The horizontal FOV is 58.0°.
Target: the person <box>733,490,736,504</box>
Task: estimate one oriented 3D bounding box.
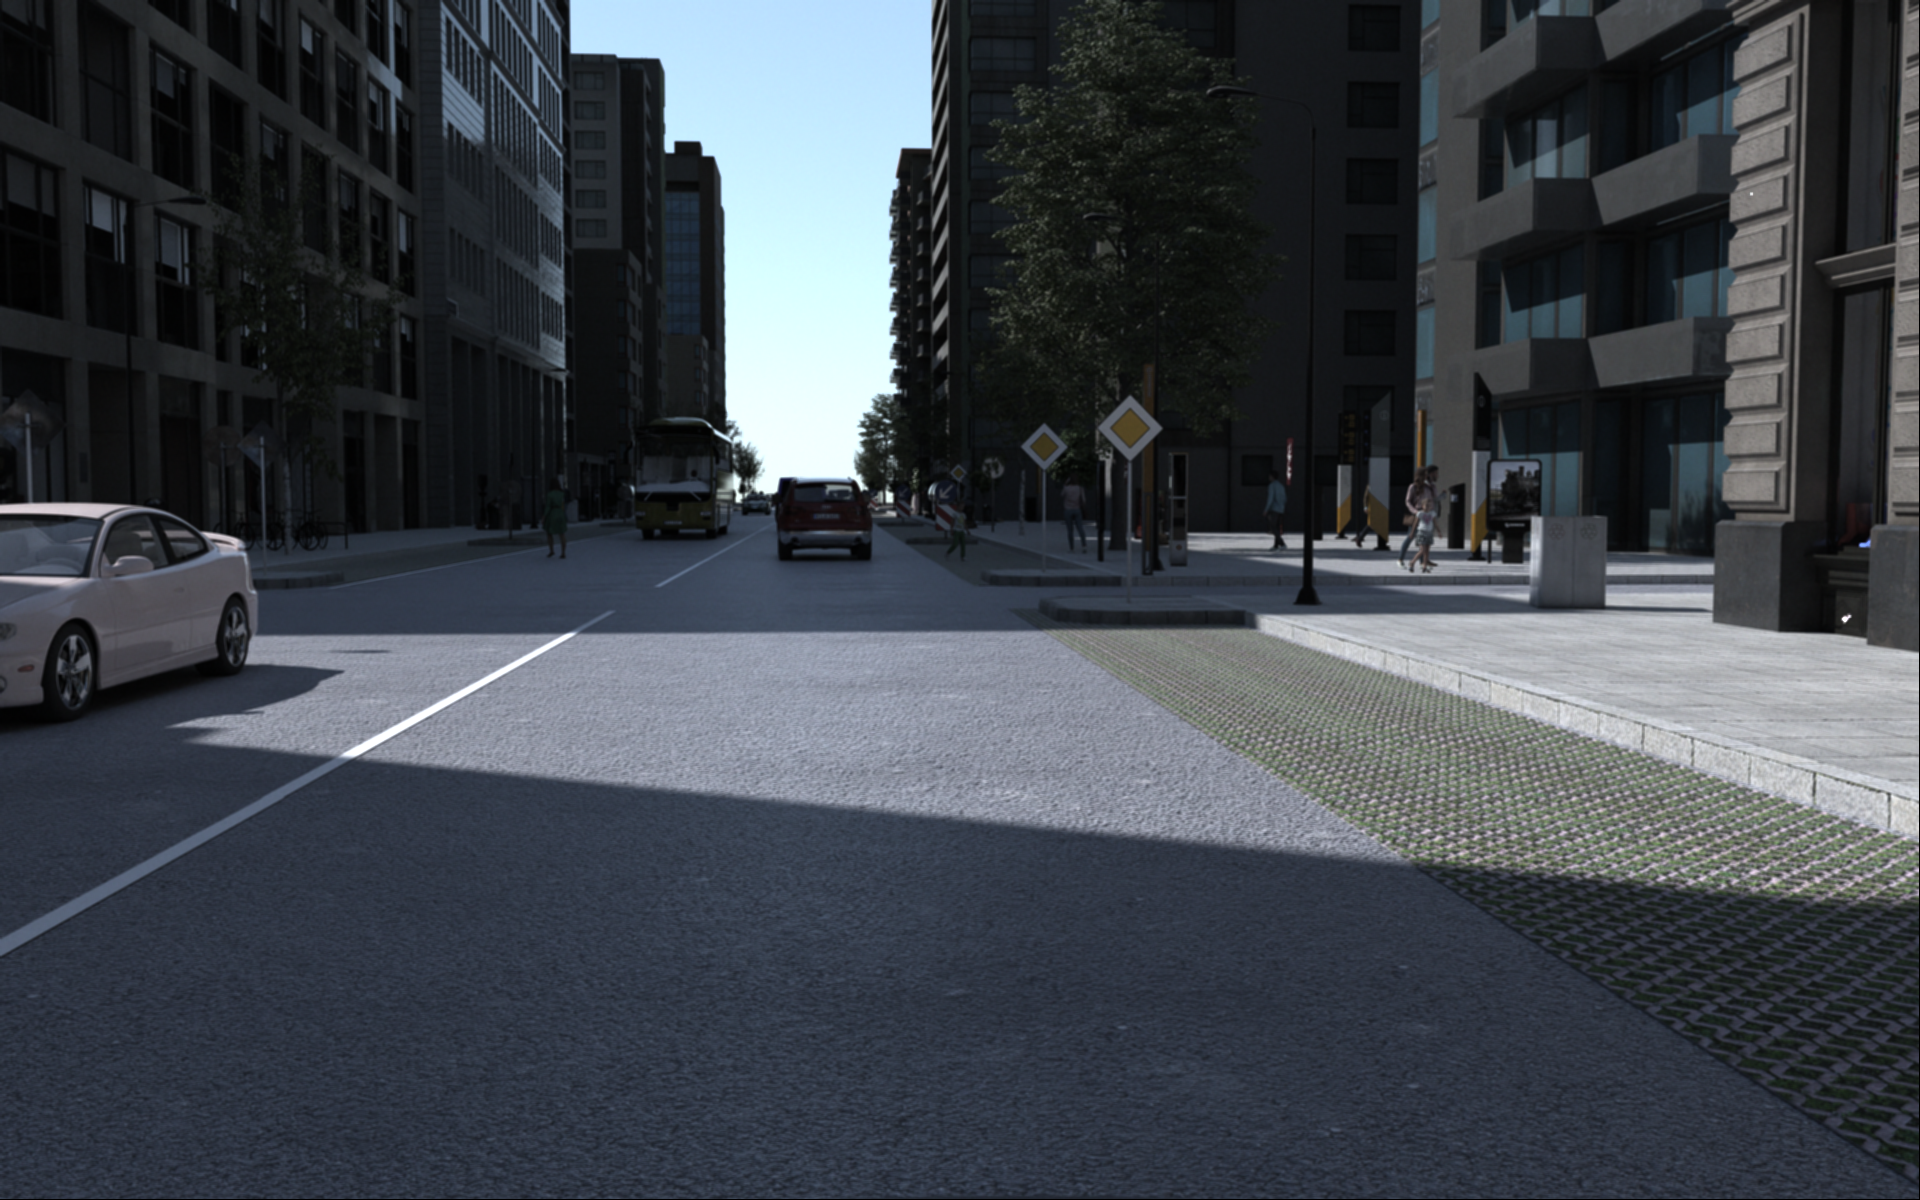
[{"bbox_3d":[-30.325,-13.873,232.503,0.705,1.869,1.348,-2,4,-29],"label":"person"}]

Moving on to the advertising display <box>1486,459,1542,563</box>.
[{"bbox_3d":[10.236,-1.640,32.032,0.974,1.923,0.123,0,4,2],"label":"advertising display"}]

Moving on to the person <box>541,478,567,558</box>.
[{"bbox_3d":[-9.051,-1.836,38.758,0.529,1.795,0.600,3,4,37],"label":"person"}]

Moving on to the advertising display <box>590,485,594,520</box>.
[{"bbox_3d":[-18.505,-5.004,87.033,0.123,1.923,0.974,-1,4,-19],"label":"advertising display"}]

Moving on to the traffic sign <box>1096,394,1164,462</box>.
[{"bbox_3d":[2.000,-1.103,20.217,0.795,2.593,0.064,0,4,-4],"label":"traffic sign"}]

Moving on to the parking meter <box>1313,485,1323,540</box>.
[{"bbox_3d":[9.865,-2.420,47.975,0.372,1.533,0.369,0,3,0],"label":"parking meter"}]

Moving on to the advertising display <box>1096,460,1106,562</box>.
[{"bbox_3d":[2.698,-1.713,33.226,0.123,1.923,0.974,0,4,1],"label":"advertising display"}]

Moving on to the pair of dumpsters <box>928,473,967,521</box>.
[{"bbox_3d":[-0.577,-4.823,81.349,1.574,2.255,4.437,0,4,-4],"label":"pair of dumpsters"}]

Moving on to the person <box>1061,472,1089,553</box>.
[{"bbox_3d":[2.523,-1.892,37.567,0.593,1.750,0.643,-1,4,-8],"label":"person"}]

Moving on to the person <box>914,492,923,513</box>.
[{"bbox_3d":[-2.911,-6.834,118.453,0.621,1.740,0.551,2,4,30],"label":"person"}]

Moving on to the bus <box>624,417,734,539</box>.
[{"bbox_3d":[-9.276,-4.119,58.885,2.896,3.916,12.252,0,4,-5],"label":"bus"}]

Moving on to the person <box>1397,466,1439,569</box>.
[{"bbox_3d":[7.802,-1.406,29.629,0.593,1.750,0.643,-1,4,-22],"label":"person"}]

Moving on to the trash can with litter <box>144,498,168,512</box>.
[{"bbox_3d":[-36.385,-3.972,76.003,1.678,1.210,2.233,2,4,27],"label":"trash can with litter"}]

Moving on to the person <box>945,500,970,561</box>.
[{"bbox_3d":[-0.055,-1.483,36.993,0.590,1.304,0.306,2,4,35],"label":"person"}]

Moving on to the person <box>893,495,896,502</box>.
[{"bbox_3d":[-7.454,-11.458,196.634,1.065,1.426,0.557,3,5,40],"label":"person"}]

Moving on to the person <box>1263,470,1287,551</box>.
[{"bbox_3d":[7.129,-2.009,38.905,0.620,1.820,0.660,3,4,38],"label":"person"}]

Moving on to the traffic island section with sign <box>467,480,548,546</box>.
[{"bbox_3d":[-12.643,-2.444,48.592,1.989,1.847,2.006,0,4,-4],"label":"traffic island section with sign"}]

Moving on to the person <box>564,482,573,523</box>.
[{"bbox_3d":[-17.141,-4.209,74.839,0.713,1.824,0.794,3,4,36],"label":"person"}]

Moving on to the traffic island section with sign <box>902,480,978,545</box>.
[{"bbox_3d":[-0.556,-2.516,49.760,1.989,1.847,2.006,0,4,-4],"label":"traffic island section with sign"}]

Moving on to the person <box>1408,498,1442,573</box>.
[{"bbox_3d":[7.601,-1.052,28.255,0.505,1.210,0.382,-1,4,-14],"label":"person"}]

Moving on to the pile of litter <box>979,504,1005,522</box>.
[{"bbox_3d":[1.449,-3.975,78.951,1.176,0.858,1.719,0,4,-2],"label":"pile of litter"}]

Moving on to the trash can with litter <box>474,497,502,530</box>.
[{"bbox_3d":[-16.880,-3.094,61.979,1.055,1.170,0.624,1,4,10],"label":"trash can with litter"}]

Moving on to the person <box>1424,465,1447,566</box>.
[{"bbox_3d":[8.430,-1.504,30.821,0.466,1.800,0.511,0,4,6],"label":"person"}]

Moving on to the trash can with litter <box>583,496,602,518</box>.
[{"bbox_3d":[-19.710,-4.972,92.675,0.624,1.170,1.055,2,4,31],"label":"trash can with litter"}]

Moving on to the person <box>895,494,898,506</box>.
[{"bbox_3d":[-7.108,-11.478,193.643,0.705,1.831,1.348,1,4,14],"label":"person"}]

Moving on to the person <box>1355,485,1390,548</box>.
[{"bbox_3d":[9.883,-2.171,41.442,0.836,1.842,0.656,1,4,19],"label":"person"}]

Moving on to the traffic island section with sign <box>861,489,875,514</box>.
[{"bbox_3d":[-6.491,-7.251,127.174,1.989,1.847,2.006,0,4,-4],"label":"traffic island section with sign"}]

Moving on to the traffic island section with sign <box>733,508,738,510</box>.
[{"bbox_3d":[-20.619,-8.816,152.776,1.989,1.847,2.006,0,4,-4],"label":"traffic island section with sign"}]

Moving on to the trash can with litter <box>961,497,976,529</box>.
[{"bbox_3d":[0.381,-3.255,64.604,0.624,1.170,1.055,-1,4,-8],"label":"trash can with litter"}]

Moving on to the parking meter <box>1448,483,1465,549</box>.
[{"bbox_3d":[11.587,-1.958,40.417,0.372,1.533,0.369,0,3,0],"label":"parking meter"}]

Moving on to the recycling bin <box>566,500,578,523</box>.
[{"bbox_3d":[-17.341,-3.916,76.587,0.722,1.027,0.722,-2,4,-30],"label":"recycling bin"}]

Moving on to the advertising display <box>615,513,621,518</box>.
[{"bbox_3d":[-18.415,-5.452,94.353,0.974,1.923,0.123,2,4,24],"label":"advertising display"}]

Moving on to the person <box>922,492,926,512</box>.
[{"bbox_3d":[-2.451,-7.400,127.001,1.348,1.831,0.705,0,4,1],"label":"person"}]

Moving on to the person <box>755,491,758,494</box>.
[{"bbox_3d":[-23.727,-11.873,203.071,0.568,1.767,0.683,3,5,43],"label":"person"}]

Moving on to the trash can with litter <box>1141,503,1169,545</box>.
[{"bbox_3d":[5.005,-1.972,43.631,0.624,1.170,1.055,-2,4,-23],"label":"trash can with litter"}]

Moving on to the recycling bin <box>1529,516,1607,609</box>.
[{"bbox_3d":[6.896,-0.434,19.658,0.722,1.027,0.722,1,4,10],"label":"recycling bin"}]

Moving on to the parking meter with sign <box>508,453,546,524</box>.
[{"bbox_3d":[-18.255,-4.730,73.601,1.738,3.016,0.543,-2,4,-28],"label":"parking meter with sign"}]

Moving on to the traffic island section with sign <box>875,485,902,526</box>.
[{"bbox_3d":[-2.669,-4.192,77.163,1.989,1.847,2.006,0,4,-4],"label":"traffic island section with sign"}]

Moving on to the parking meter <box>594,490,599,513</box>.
[{"bbox_3d":[-21.285,-5.677,101.235,0.372,1.533,0.369,0,3,0],"label":"parking meter"}]

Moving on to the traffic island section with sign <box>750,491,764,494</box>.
[{"bbox_3d":[-24.960,-12.279,209.394,1.989,1.847,2.006,0,4,-4],"label":"traffic island section with sign"}]

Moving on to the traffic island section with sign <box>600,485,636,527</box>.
[{"bbox_3d":[-14.759,-4.139,76.308,1.989,1.847,2.006,0,4,-4],"label":"traffic island section with sign"}]

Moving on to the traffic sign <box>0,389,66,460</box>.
[{"bbox_3d":[-10.360,-1.046,19.293,0.795,2.593,0.064,0,4,-4],"label":"traffic sign"}]
